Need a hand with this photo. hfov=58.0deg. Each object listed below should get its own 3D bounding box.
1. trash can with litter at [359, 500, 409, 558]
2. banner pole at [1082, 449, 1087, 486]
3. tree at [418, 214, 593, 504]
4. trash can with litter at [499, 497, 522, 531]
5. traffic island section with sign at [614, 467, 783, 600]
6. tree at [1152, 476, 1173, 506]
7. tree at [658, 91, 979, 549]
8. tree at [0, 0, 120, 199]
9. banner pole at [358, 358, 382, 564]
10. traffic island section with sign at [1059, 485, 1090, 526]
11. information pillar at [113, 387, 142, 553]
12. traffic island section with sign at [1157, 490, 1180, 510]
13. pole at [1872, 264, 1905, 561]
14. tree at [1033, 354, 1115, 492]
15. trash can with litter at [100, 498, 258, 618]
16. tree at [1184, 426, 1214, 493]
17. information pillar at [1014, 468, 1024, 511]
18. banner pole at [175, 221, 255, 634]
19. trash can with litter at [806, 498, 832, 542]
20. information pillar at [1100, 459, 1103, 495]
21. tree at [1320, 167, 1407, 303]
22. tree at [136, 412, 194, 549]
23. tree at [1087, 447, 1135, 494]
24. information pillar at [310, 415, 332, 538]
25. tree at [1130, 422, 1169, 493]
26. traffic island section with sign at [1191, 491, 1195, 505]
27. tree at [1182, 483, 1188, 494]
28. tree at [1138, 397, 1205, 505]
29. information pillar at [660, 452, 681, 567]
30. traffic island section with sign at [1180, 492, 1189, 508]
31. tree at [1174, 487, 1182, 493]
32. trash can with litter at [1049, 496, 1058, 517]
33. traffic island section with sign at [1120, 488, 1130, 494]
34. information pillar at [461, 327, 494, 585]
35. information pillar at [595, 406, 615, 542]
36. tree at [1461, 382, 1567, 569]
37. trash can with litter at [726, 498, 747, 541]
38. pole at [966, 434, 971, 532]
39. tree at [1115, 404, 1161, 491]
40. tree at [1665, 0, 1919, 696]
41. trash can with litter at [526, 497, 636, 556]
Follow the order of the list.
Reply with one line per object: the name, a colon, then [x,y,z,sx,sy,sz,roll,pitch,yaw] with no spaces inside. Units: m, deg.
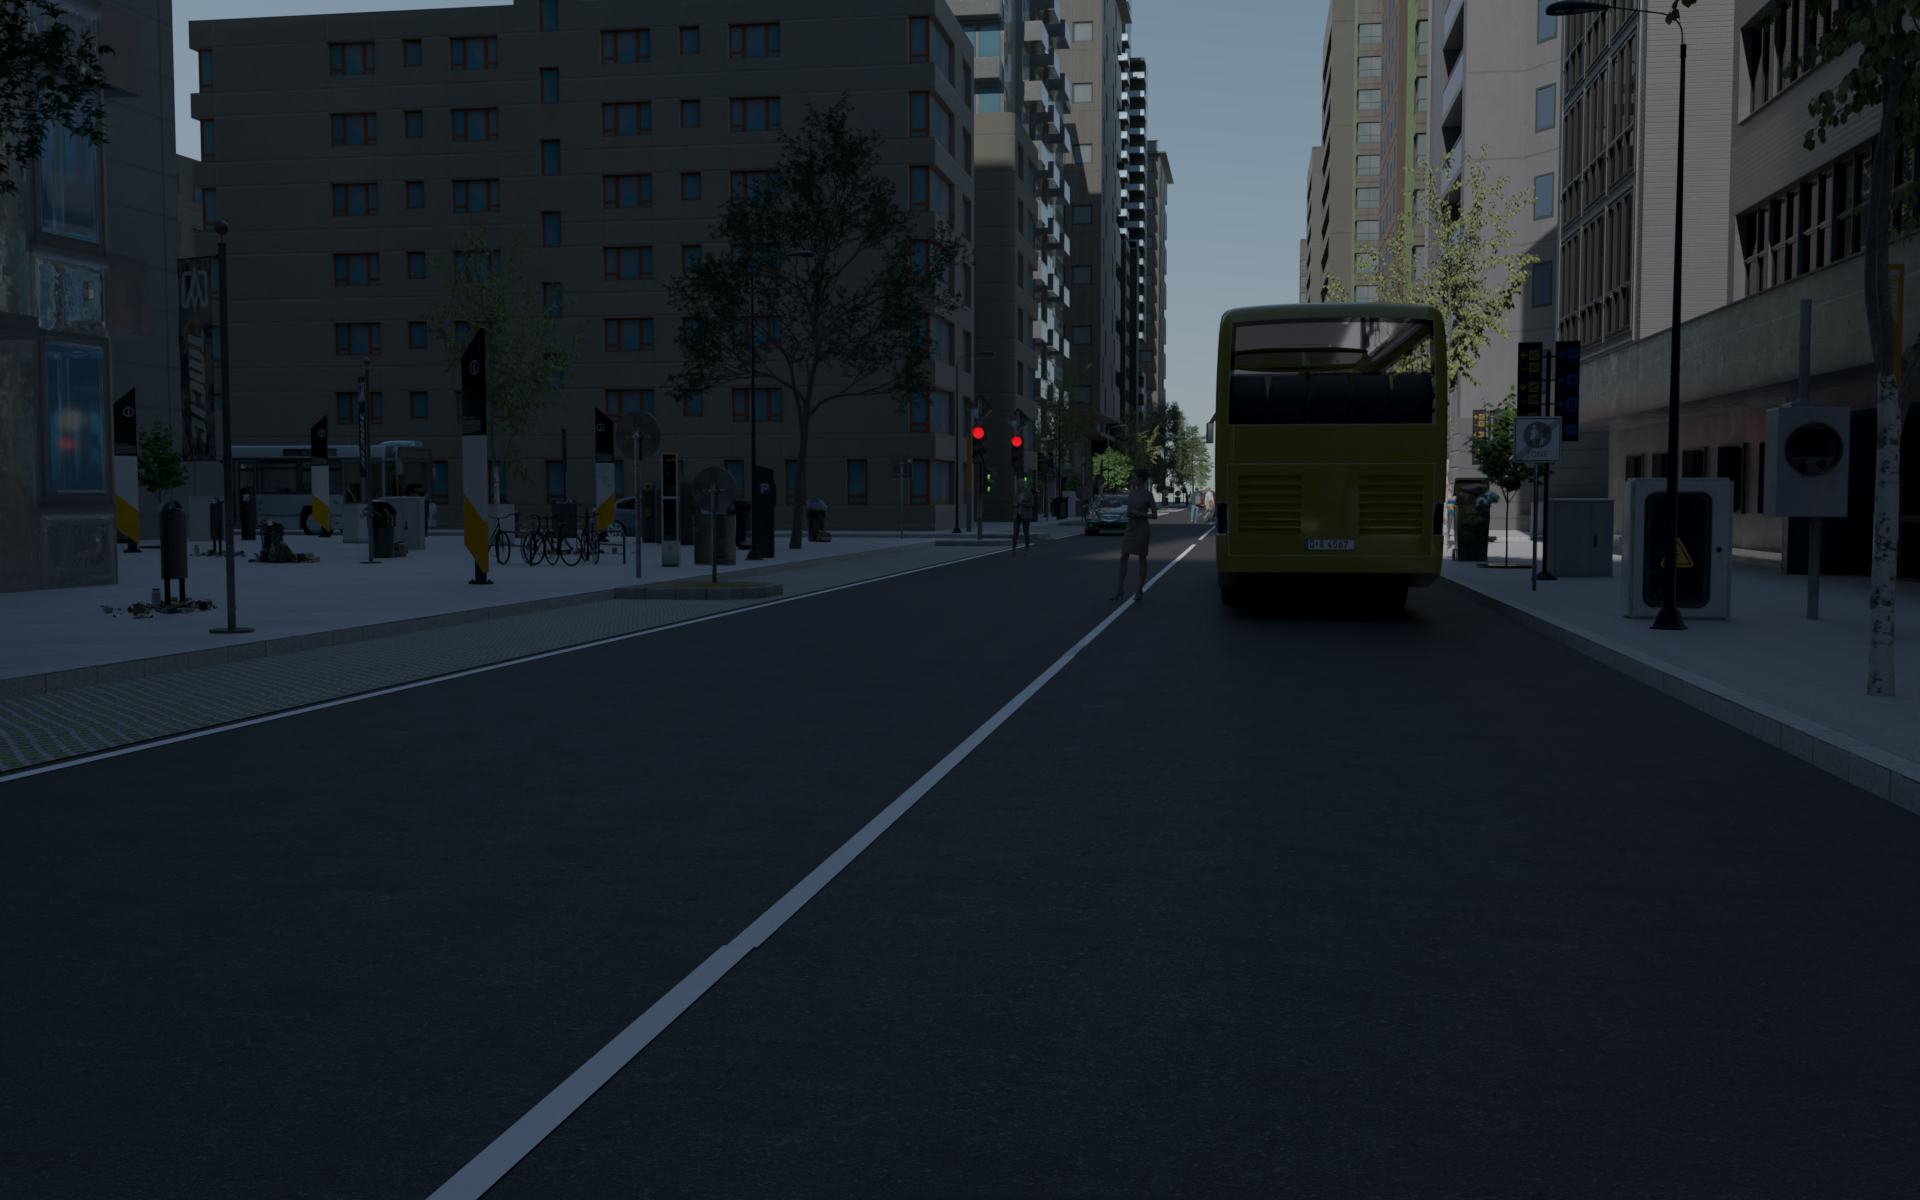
trash can with litter: [-11.623,-1.445,35.020,0.624,1.170,1.055,0,4,8]
banner pole: [6.939,-6.525,96.698,0.401,3.779,0.863,-1,4,-17]
tree: [-12.236,-5.877,46.457,4.737,8.622,4.395,0,3,0]
trash can with litter: [-15.621,-2.977,60.057,1.055,1.170,0.624,2,4,31]
traffic island section with sign: [-3.566,-0.956,24.258,1.989,1.847,2.006,1,4,10]
tree: [25.221,-13.505,215.411,1.663,3.219,1.824,0,3,0]
tree: [-3.557,-6.468,40.159,7.601,10.594,8.767,2,4,23]
tree: [-7.798,-4.560,8.963,7.601,10.594,8.767,0,4,5]
banner pole: [-11.054,-2.580,32.199,0.401,3.779,0.863,-2,4,-34]
traffic island section with sign: [5.586,-4.280,78.605,1.989,1.847,2.006,1,4,10]
information pillar: [-18.157,-2.835,37.713,0.504,3.616,0.183,-3,4,-36]
traffic island section with sign: [18.421,-8.947,154.910,1.989,1.847,2.006,1,4,10]
pole: [8.289,-1.323,15.480,0.158,3.312,0.155,0,3,0]
tree: [5.266,-8.625,91.377,4.737,8.622,4.395,0,3,0]
trash can with litter: [-8.798,-0.477,18.856,1.678,1.210,2.233,0,4,-7]
tree: [38.498,-22.634,288.198,7.486,12.596,7.792,0,3,0]
information pillar: [2.658,-5.318,78.296,0.504,3.616,0.183,-2,4,-32]
banner pole: [-6.967,-1.595,16.090,0.863,3.779,0.401,2,4,29]
trash can with litter: [-3.712,-2.142,46.406,0.624,1.170,1.055,-2,4,-29]
information pillar: [9.433,-7.598,115.588,0.183,3.616,0.504,-1,4,-10]
tree: [10.057,-5.269,36.515,4.737,8.622,4.395,0,3,0]
tree: [-19.084,-2.838,40.997,1.663,3.219,1.824,0,3,0]
tree: [10.432,-8.314,119.644,4.285,4.588,4.351,0,3,0]
information pillar: [-18.855,-3.653,51.075,0.504,3.616,0.183,0,4,-4]
tree: [18.905,-13.486,170.854,4.360,8.622,3.978,0,3,0]
traffic island section with sign: [32.133,-13.933,236.428,1.989,1.847,2.006,1,4,10]
tree: [34.724,-16.750,268.465,1.663,3.219,1.824,0,3,0]
tree: [24.195,-17.622,205.129,9.611,12.733,9.660,0,3,0]
information pillar: [-5.110,-1.597,30.597,0.304,2.012,0.304,0,4,-3]
traffic island section with sign: [22.898,-10.573,181.493,1.989,1.847,2.006,1,4,10]
tree: [28.204,-14.497,231.627,1.663,3.219,1.824,0,3,0]
trash can with litter: [5.382,-5.305,98.129,0.624,1.170,1.055,1,4,9]
traffic island section with sign: [10.086,-5.915,105.334,1.989,1.847,2.006,1,4,10]
information pillar: [-6.880,-2.033,24.589,0.504,3.616,0.183,3,5,40]
information pillar: [-9.489,-3.357,46.238,0.504,3.616,0.183,0,4,-1]
tree: [9.674,-2.173,30.125,1.663,3.219,1.824,0,3,0]
trash can with litter: [-6.251,-2.171,46.888,1.055,1.170,0.624,2,4,27]
pole: [0.300,-3.965,58.669,0.158,3.312,0.155,0,3,0]
tree: [14.425,-11.798,143.263,4.737,8.622,4.395,0,3,0]
tree: [6.066,-3.687,10.648,4.737,8.622,4.395,0,3,0]
trash can with litter: [-8.020,-1.576,36.828,2.233,1.210,1.678,0,4,-7]
